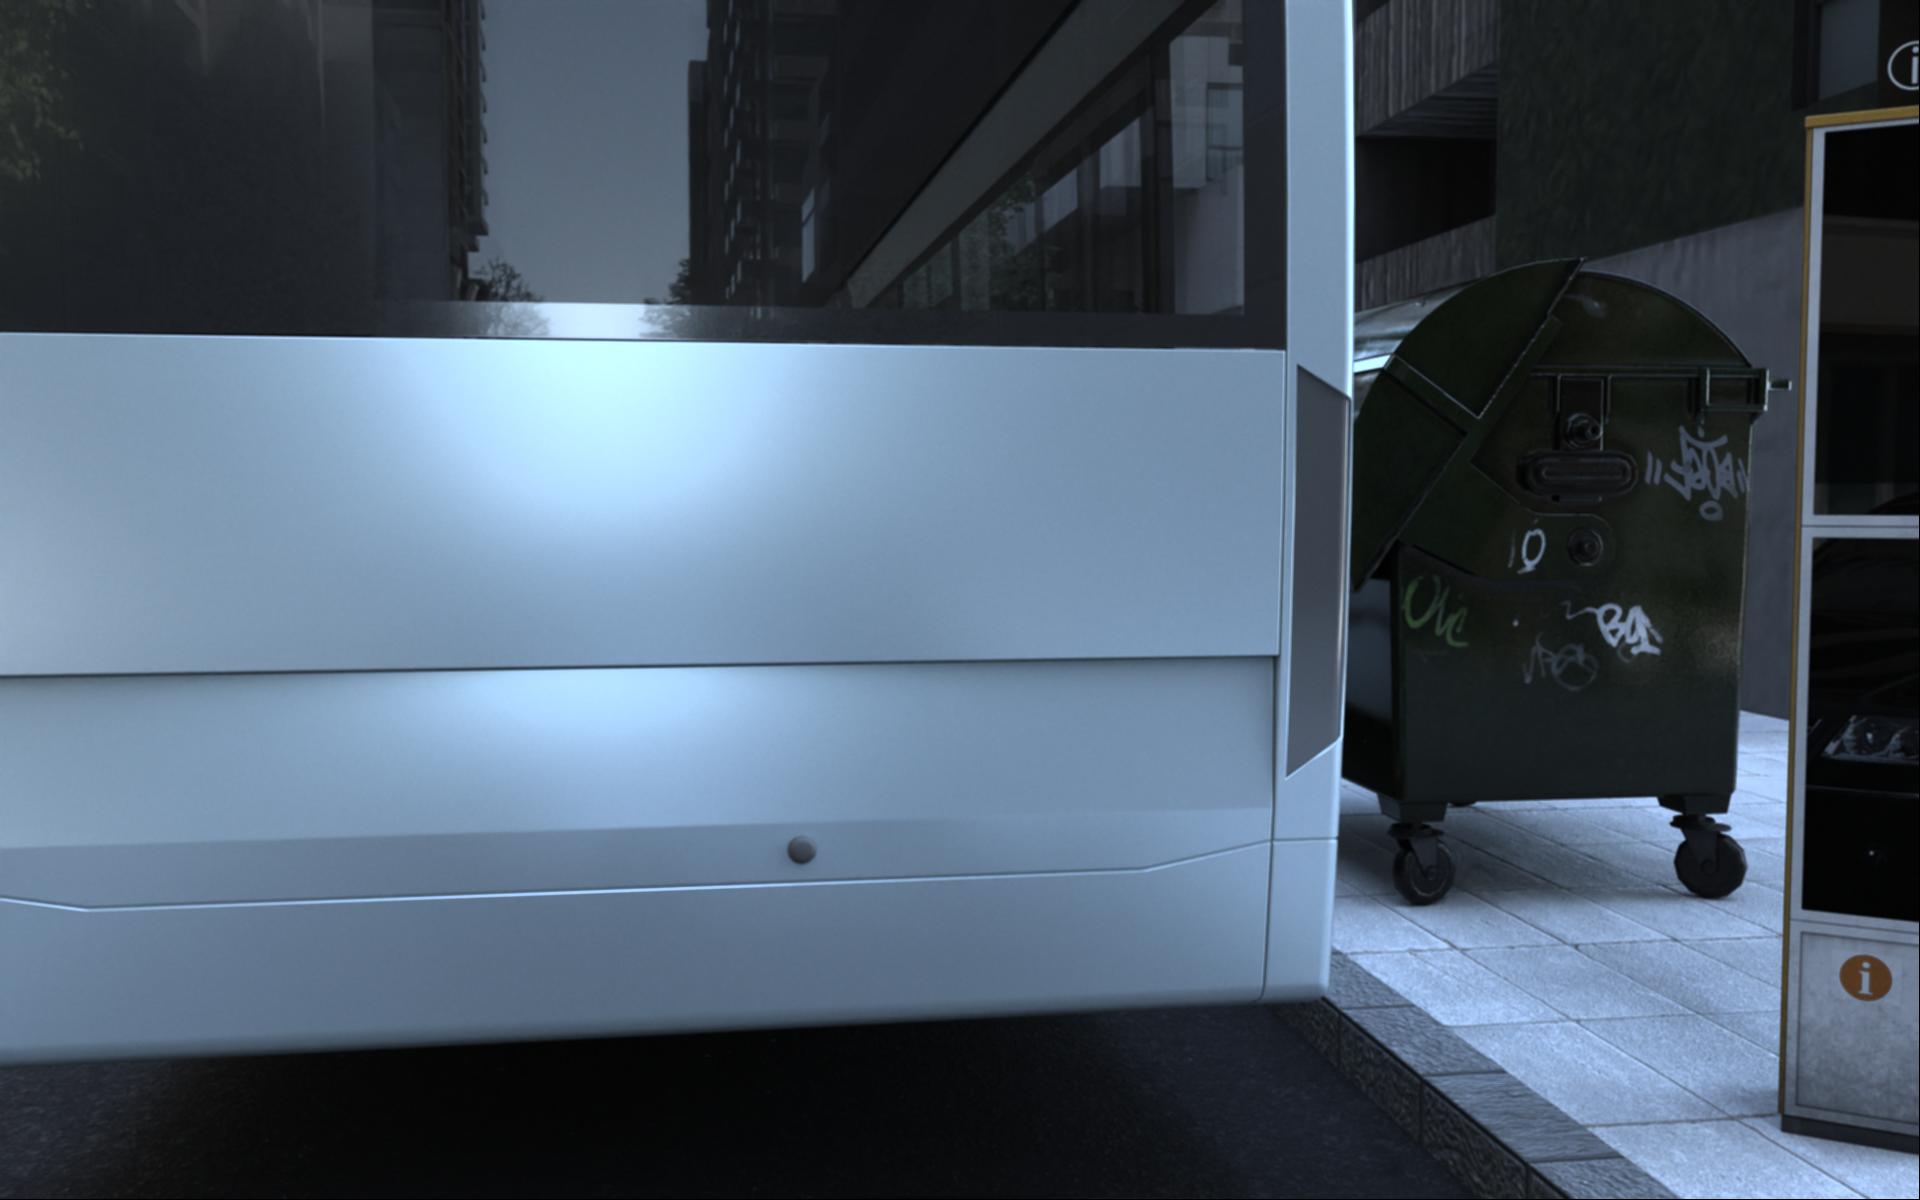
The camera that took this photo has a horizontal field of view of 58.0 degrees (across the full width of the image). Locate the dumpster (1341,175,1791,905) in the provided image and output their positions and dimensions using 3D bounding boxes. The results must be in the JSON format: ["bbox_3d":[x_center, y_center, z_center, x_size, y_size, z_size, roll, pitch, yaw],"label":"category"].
[{"bbox_3d":[1.743,-0.225,6.180,1.502,2.255,1.985,-1,4,-8],"label":"dumpster"}]

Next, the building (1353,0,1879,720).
[{"bbox_3d":[10.785,-14.927,15.752,14.160,30.474,14.107,-1,4,-8],"label":"building"}]

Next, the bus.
[{"bbox_3d":[-1.644,-0.891,9.429,2.948,3.499,13.247,-1,4,-10],"label":"bus"}]

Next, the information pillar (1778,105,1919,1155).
[{"bbox_3d":[1.845,0.062,3.473,0.304,2.012,0.304,2,4,30],"label":"information pillar"}]

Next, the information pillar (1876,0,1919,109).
[{"bbox_3d":[4.056,-0.973,7.266,0.504,3.616,0.183,2,4,25],"label":"information pillar"}]
